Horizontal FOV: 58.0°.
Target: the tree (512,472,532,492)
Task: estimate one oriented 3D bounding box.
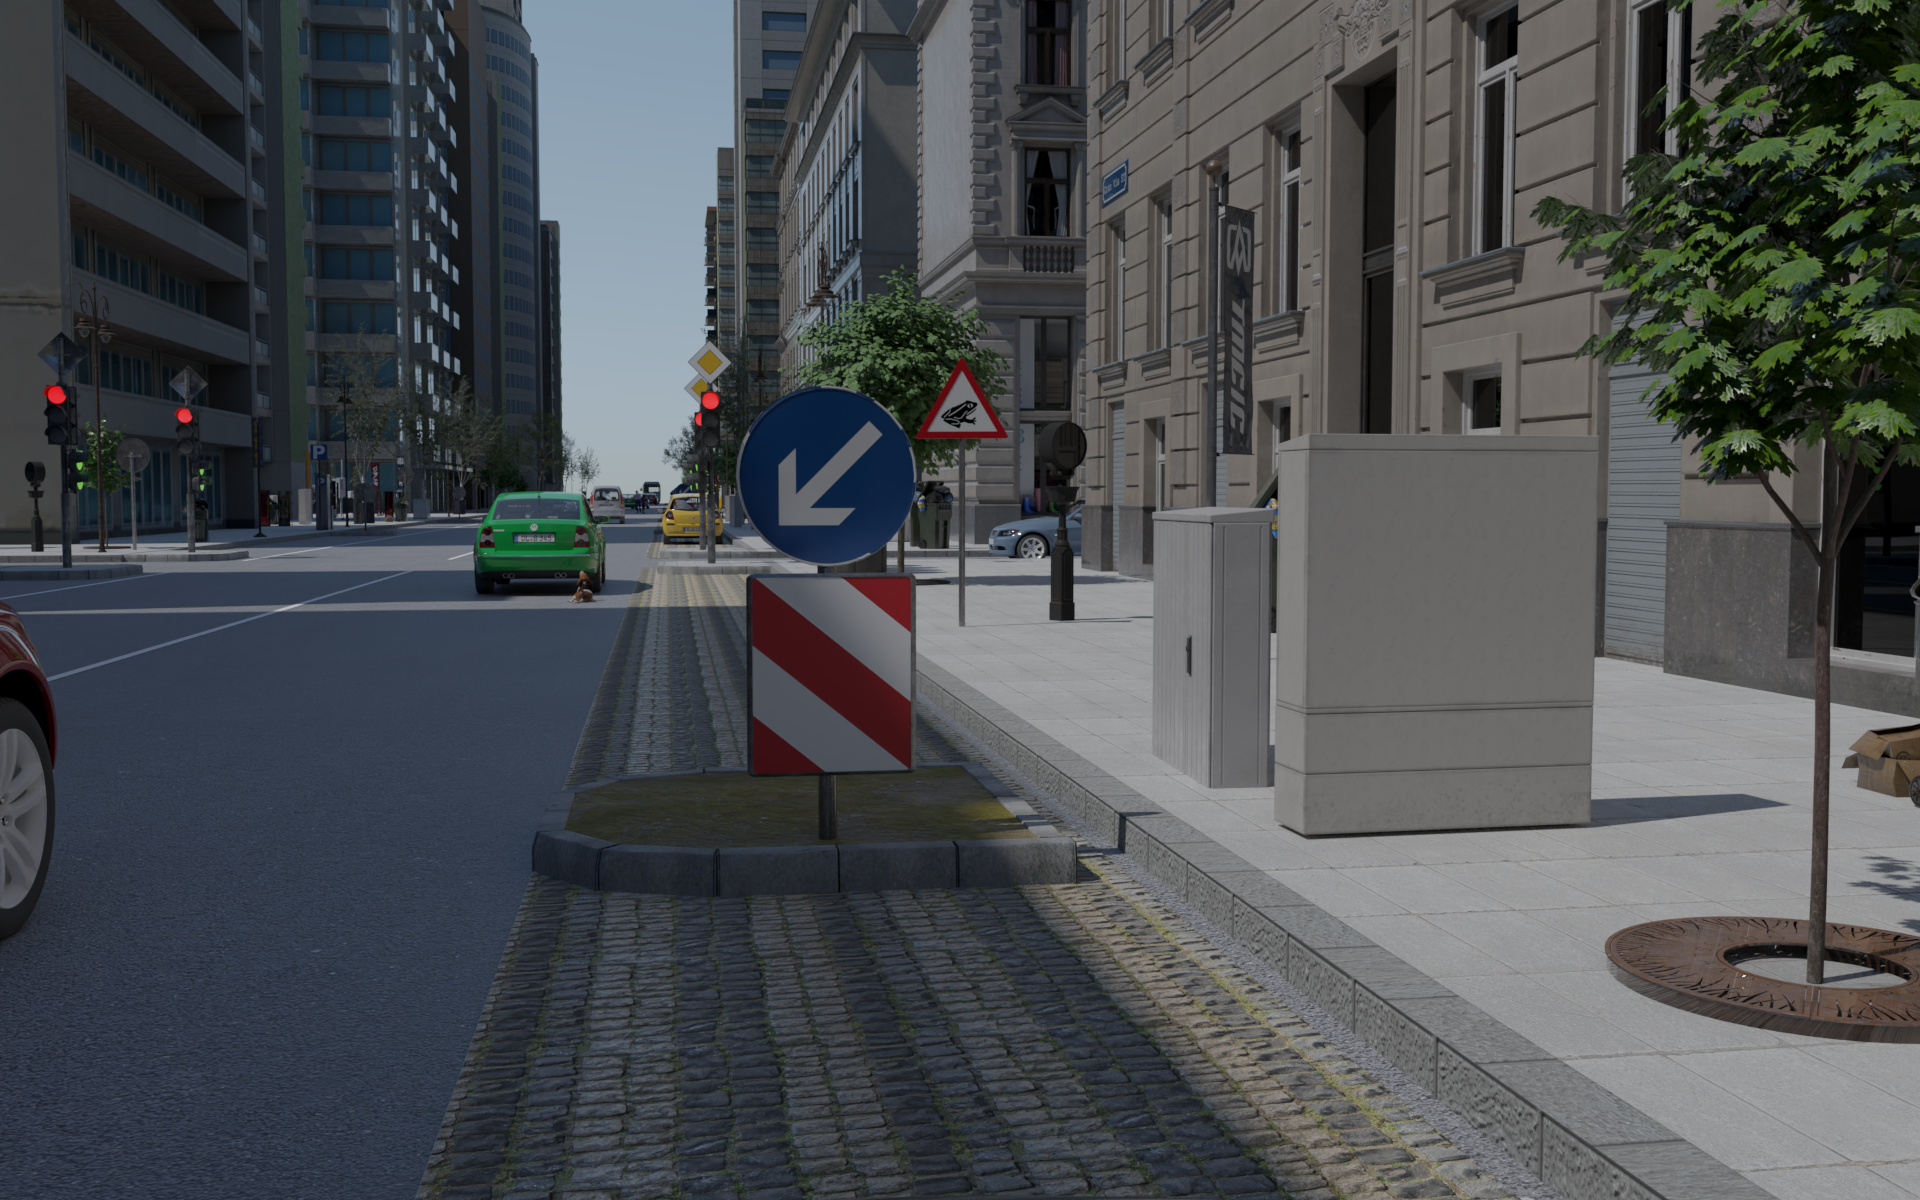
[{"bbox_3d":[-38.219,-9.561,150.915,1.663,3.219,1.824,0,3,0],"label":"tree"}]

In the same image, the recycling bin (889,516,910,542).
[{"bbox_3d":[-1.695,-2.077,46.517,0.722,1.027,0.722,2,4,23],"label":"recycling bin"}]

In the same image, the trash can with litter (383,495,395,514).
[{"bbox_3d":[-36.218,-6.041,109.829,2.233,1.210,1.678,-2,4,-24],"label":"trash can with litter"}]

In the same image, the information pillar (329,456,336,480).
[{"bbox_3d":[-38.813,-7.085,107.192,0.183,3.616,0.504,1,4,22],"label":"information pillar"}]

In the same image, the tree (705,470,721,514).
[{"bbox_3d":[-15.865,-7.143,111.395,1.663,3.219,1.824,0,3,0],"label":"tree"}]

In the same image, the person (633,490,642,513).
[{"bbox_3d":[-24.566,-7.489,131.879,0.756,1.711,0.436,-1,4,-21],"label":"person"}]

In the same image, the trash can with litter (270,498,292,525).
[{"bbox_3d":[-28.477,-3.724,72.279,1.055,1.170,0.624,-2,4,-31],"label":"trash can with litter"}]

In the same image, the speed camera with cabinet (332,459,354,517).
[{"bbox_3d":[-35.069,-6.419,99.283,0.660,3.252,2.038,1,4,21],"label":"speed camera with cabinet"}]

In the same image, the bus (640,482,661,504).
[{"bbox_3d":[-46.536,-16.255,260.630,2.948,3.499,13.247,-1,4,-12],"label":"bus"}]

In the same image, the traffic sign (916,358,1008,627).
[{"bbox_3d":[0.018,-1.020,16.686,0.884,2.594,0.081,0,4,0],"label":"traffic sign"}]

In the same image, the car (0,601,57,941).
[{"bbox_3d":[-3.820,0.298,3.808,2.281,1.827,5.304,0,4,-8],"label":"car"}]

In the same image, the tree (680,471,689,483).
[{"bbox_3d":[-24.643,-11.357,169.401,4.285,4.588,4.351,0,3,0],"label":"tree"}]

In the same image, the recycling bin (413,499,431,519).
[{"bbox_3d":[-27.524,-4.649,88.562,0.722,1.027,0.722,0,4,-3],"label":"recycling bin"}]

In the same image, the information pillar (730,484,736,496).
[{"bbox_3d":[-13.922,-6.220,106.196,0.304,2.012,0.304,0,4,1],"label":"information pillar"}]

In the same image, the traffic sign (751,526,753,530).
[{"bbox_3d":[-7.484,-3.806,62.334,0.768,2.556,0.104,0,4,-2],"label":"traffic sign"}]

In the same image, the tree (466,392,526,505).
[{"bbox_3d":[-33.769,-10.741,125.981,4.737,8.622,4.395,0,3,0],"label":"tree"}]

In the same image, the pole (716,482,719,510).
[{"bbox_3d":[-14.140,-6.544,100.845,0.158,3.312,0.155,0,3,0],"label":"pole"}]

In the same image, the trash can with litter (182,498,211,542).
[{"bbox_3d":[-20.463,-2.146,46.479,0.624,1.170,1.055,-1,4,-17],"label":"trash can with litter"}]

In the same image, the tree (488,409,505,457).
[{"bbox_3d":[-30.292,-9.503,105.731,4.360,8.622,3.978,0,3,0],"label":"tree"}]

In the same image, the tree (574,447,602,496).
[{"bbox_3d":[-57.123,-19.243,264.979,4.737,8.622,4.395,0,3,0],"label":"tree"}]

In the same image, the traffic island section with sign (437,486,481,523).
[{"bbox_3d":[-25.186,-4.804,87.181,1.989,1.847,2.006,-1,4,-10],"label":"traffic island section with sign"}]

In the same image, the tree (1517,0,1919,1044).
[{"bbox_3d":[2.206,-0.594,4.318,1.663,3.219,1.824,0,3,0],"label":"tree"}]

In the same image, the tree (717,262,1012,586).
[{"bbox_3d":[-0.936,-2.510,24.745,4.285,4.588,4.351,0,3,0],"label":"tree"}]

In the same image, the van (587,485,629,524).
[{"bbox_3d":[-17.027,-4.686,83.626,2.013,2.044,4.112,-1,4,-11],"label":"van"}]

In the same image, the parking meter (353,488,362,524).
[{"bbox_3d":[-25.631,-3.995,73.735,0.372,1.533,0.369,0,3,0],"label":"parking meter"}]

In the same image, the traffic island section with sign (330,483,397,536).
[{"bbox_3d":[-20.571,-3.133,59.857,1.989,1.847,2.006,-1,4,-10],"label":"traffic island section with sign"}]

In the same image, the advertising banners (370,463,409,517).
[{"bbox_3d":[-31.704,-6.117,96.204,2.074,3.025,0.090,0,4,-5],"label":"advertising banners"}]

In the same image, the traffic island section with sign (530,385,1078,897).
[{"bbox_3d":[-0.712,0.094,7.096,1.989,1.847,2.006,-1,4,-10],"label":"traffic island section with sign"}]

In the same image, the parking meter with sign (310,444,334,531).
[{"bbox_3d":[-22.670,-4.000,61.666,0.543,3.016,1.738,-1,4,-12],"label":"parking meter with sign"}]

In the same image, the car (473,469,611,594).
[{"bbox_3d":[-6.336,-1.076,26.394,1.959,1.807,4.718,-1,4,-10],"label":"car"}]

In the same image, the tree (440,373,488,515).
[{"bbox_3d":[-28.094,-8.611,91.160,4.360,8.622,3.978,0,3,0],"label":"tree"}]

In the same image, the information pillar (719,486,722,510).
[{"bbox_3d":[-15.834,-7.542,114.670,0.183,3.616,0.504,-2,4,-25],"label":"information pillar"}]

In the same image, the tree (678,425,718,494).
[{"bbox_3d":[-26.995,-14.006,179.367,4.737,8.622,4.395,0,3,0],"label":"tree"}]

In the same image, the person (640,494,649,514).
[{"bbox_3d":[-23.250,-7.066,127.291,0.557,1.426,1.065,-3,5,-44],"label":"person"}]

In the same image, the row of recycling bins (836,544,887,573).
[{"bbox_3d":[-1.795,-1.347,29.143,1.069,1.692,3.534,-1,4,-9],"label":"row of recycling bins"}]

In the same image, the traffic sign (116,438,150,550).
[{"bbox_3d":[-18.886,-2.413,39.564,0.768,2.556,0.104,0,4,-2],"label":"traffic sign"}]

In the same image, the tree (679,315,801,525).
[{"bbox_3d":[-8.872,-7.398,71.316,4.360,8.622,3.978,0,3,0],"label":"tree"}]

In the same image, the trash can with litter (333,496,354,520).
[{"bbox_3d":[-30.410,-4.520,84.954,2.233,1.210,1.678,-2,4,-27],"label":"trash can with litter"}]

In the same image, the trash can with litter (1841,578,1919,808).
[{"bbox_3d":[4.056,0.260,7.141,0.624,1.170,1.055,0,4,-7],"label":"trash can with litter"}]

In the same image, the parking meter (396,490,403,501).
[{"bbox_3d":[-34.644,-6.034,107.064,0.372,1.533,0.369,0,3,0],"label":"parking meter"}]

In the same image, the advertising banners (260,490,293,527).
[{"bbox_3d":[-27.399,-4.403,68.172,2.074,3.025,0.090,-2,4,-29],"label":"advertising banners"}]

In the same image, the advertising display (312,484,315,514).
[{"bbox_3d":[-41.063,-6.399,109.834,0.123,1.923,0.974,0,4,-4],"label":"advertising display"}]

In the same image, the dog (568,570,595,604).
[{"bbox_3d":[-5.092,-0.175,23.062,0.550,0.427,0.748,2,4,27],"label":"dog"}]

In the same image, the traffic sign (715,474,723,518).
[{"bbox_3d":[-12.887,-5.739,93.931,0.768,2.556,0.104,0,4,-6],"label":"traffic sign"}]

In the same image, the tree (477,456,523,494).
[{"bbox_3d":[-35.296,-9.128,132.959,4.285,4.588,4.351,0,3,0],"label":"tree"}]

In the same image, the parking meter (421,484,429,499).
[{"bbox_3d":[-31.425,-5.873,101.731,0.399,1.863,0.255,0,4,1],"label":"parking meter"}]

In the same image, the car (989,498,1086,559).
[{"bbox_3d":[2.842,-1.488,36.336,4.499,1.417,2.014,0,4,-8],"label":"car"}]

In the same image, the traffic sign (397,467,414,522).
[{"bbox_3d":[-25.719,-4.908,80.348,0.768,2.556,0.104,0,4,-5],"label":"traffic sign"}]

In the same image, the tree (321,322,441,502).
[{"bbox_3d":[-25.755,-7.633,75.162,4.360,8.622,3.978,0,3,0],"label":"tree"}]

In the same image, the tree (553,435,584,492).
[{"bbox_3d":[-48.127,-15.960,211.300,4.360,8.622,3.978,0,3,0],"label":"tree"}]

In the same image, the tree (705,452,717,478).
[{"bbox_3d":[-11.380,-6.505,90.063,4.285,4.588,4.351,0,3,0],"label":"tree"}]

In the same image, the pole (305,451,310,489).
[{"bbox_3d":[-30.893,-5.397,82.082,0.158,3.312,0.155,0,3,0],"label":"pole"}]

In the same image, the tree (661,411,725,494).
[{"bbox_3d":[-29.826,-15.991,195.871,8.767,10.594,7.601,0,4,3],"label":"tree"}]

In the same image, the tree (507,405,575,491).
[{"bbox_3d":[-44.629,-15.206,183.033,8.767,10.594,7.601,0,4,-3],"label":"tree"}]

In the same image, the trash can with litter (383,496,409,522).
[{"bbox_3d":[-25.847,-4.156,79.331,1.055,1.170,0.624,-3,4,-36],"label":"trash can with litter"}]

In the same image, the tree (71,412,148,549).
[{"bbox_3d":[-19.950,-2.820,40.716,1.663,3.219,1.824,0,3,0],"label":"tree"}]

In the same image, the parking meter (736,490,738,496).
[{"bbox_3d":[-14.604,-6.537,112.586,0.399,1.863,0.255,-3,4,-37],"label":"parking meter"}]

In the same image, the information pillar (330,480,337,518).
[{"bbox_3d":[-33.935,-5.457,93.710,0.304,2.012,0.304,-2,4,-33],"label":"information pillar"}]

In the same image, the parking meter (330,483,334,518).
[{"bbox_3d":[-31.539,-4.946,86.576,0.255,1.863,0.399,1,4,22],"label":"parking meter"}]

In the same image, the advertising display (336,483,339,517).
[{"bbox_3d":[-35.275,-5.654,97.654,0.123,1.923,0.974,-3,5,-42],"label":"advertising display"}]
